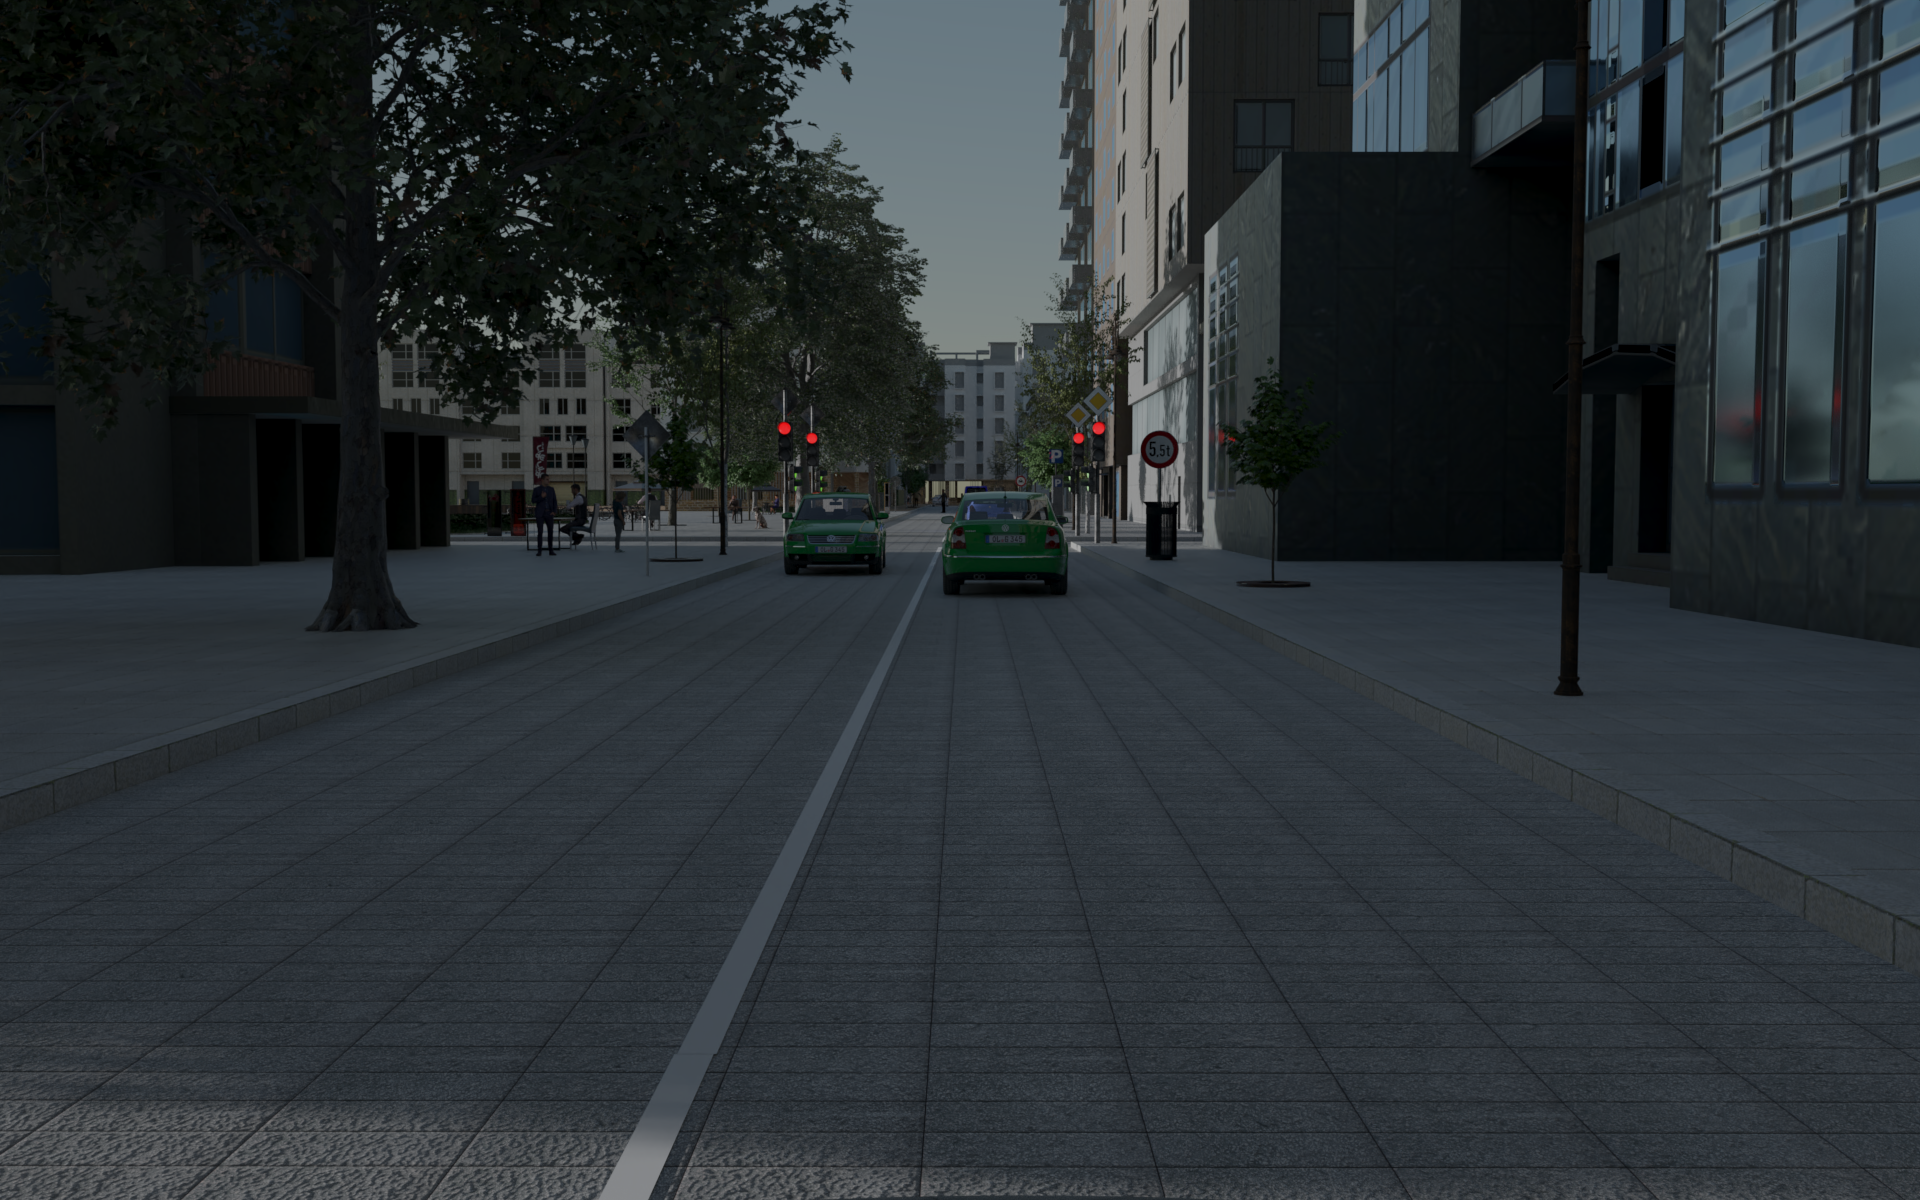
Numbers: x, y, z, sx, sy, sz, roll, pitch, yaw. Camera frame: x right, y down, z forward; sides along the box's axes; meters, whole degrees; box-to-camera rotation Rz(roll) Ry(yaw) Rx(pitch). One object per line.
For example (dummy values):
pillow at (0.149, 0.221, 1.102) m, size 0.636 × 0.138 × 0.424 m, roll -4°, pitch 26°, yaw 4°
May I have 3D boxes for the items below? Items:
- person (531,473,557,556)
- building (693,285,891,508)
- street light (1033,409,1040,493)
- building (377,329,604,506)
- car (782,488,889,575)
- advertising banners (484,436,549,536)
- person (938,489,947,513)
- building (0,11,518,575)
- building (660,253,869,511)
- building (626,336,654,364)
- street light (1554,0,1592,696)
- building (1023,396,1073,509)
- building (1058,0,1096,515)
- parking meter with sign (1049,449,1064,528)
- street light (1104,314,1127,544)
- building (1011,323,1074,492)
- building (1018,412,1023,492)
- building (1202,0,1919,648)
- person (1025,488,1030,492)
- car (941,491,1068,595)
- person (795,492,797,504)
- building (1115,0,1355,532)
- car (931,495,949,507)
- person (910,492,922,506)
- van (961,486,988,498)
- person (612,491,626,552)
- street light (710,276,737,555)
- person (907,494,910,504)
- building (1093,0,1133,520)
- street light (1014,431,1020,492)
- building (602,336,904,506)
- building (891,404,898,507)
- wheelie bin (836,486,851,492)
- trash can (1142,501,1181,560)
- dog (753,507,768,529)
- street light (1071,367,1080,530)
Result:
person at (-8.632, -1.775, 35.984) m, size 0.541 × 1.710 × 0.530 m, roll -1°, pitch 4°, yaw -20°
building at (-15.298, -17.698, 155.819) m, size 16.747 × 18.905 × 31.486 m, roll 0°, pitch 4°, yaw 0°
street light at (4.105, -7.445, 94.513) m, size 0.468 × 5.910 × 1.993 m, roll 0°, pitch 4°, yaw 0°
building at (-54.130, -20.052, 194.302) m, size 31.486 × 18.905 × 16.747 m, roll 0°, pitch 4°, yaw 0°
car at (-2.290, -1.434, 32.240) m, size 1.959 × 1.807 × 4.718 m, roll 0°, pitch 4°, yaw -1°
advertising banners at (-13.443, -3.447, 52.546) m, size 2.074 × 3.025 × 0.090 m, roll 0°, pitch 4°, yaw 6°
person at (-1.273, -7.480, 130.933) m, size 0.705 × 1.807 × 1.348 m, roll 2°, pitch 4°, yaw 30°
building at (-25.909, -23.141, 32.977) m, size 28.867 × 44.769 × 22.147 m, roll 0°, pitch 4°, yaw 0°
building at (-14.298, -16.987, 134.162) m, size 16.016 × 20.091 × 11.380 m, roll 0°, pitch 4°, yaw 0°
building at (-32.016, -23.492, 228.061) m, size 32.646 × 21.610 × 27.936 m, roll 0°, pitch 4°, yaw 0°
street light at (3.890, -2.331, 10.893) m, size 0.468 × 5.910 × 1.993 m, roll 0°, pitch 4°, yaw 0°
building at (10.666, -12.649, 148.954) m, size 9.099 × 9.664 × 28.070 m, roll 0°, pitch 4°, yaw 0°
building at (17.906, -30.119, 112.062) m, size 23.786 × 49.044 × 30.456 m, roll 0°, pitch 4°, yaw 0°
parking meter with sign at (3.719, -4.295, 66.478) m, size 0.543 × 3.016 × 1.738 m, roll 0°, pitch 4°, yaw 1°
street light at (3.999, -4.399, 44.712) m, size 0.468 × 5.910 × 1.993 m, roll 0°, pitch 4°, yaw 0°
building at (14.323, -20.822, 196.864) m, size 16.016 × 20.091 × 11.380 m, roll 0°, pitch 4°, yaw 0°
building at (10.874, -14.371, 177.112) m, size 9.099 × 9.664 × 28.070 m, roll 0°, pitch 4°, yaw 0°
building at (17.186, -43.588, 25.333) m, size 22.319 × 86.520 × 31.000 m, roll 0°, pitch 4°, yaw 0°
person at (5.204, -7.877, 134.917) m, size 1.350 × 1.814 × 0.705 m, roll 2°, pitch 4°, yaw 33°
car at (0.672, -1.050, 25.972) m, size 1.959 × 1.807 × 4.718 m, roll 0°, pitch 4°, yaw 1°
person at (-7.302, -4.506, 79.851) m, size 0.598 × 1.807 × 0.434 m, roll 0°, pitch 4°, yaw 4°
building at (20.253, -29.263, 67.692) m, size 27.495 × 52.752 × 28.713 m, roll 0°, pitch 4°, yaw 0°
car at (-2.262, -11.449, 199.556) m, size 2.083 × 1.381 × 4.827 m, roll 0°, pitch 3°, yaw 0°
person at (-4.664, -10.928, 184.805) m, size 1.348 × 1.812 × 0.705 m, roll -1°, pitch 4°, yaw -15°
van at (1.202, -7.799, 131.902) m, size 2.240 × 2.365 × 5.245 m, roll 0°, pitch 4°, yaw 0°
person at (-7.503, -1.725, 38.149) m, size 0.435 × 1.345 × 0.340 m, roll 3°, pitch 5°, yaw 41°
street light at (-4.996, -3.886, 36.328) m, size 0.468 × 5.910 × 1.993 m, roll 0°, pitch 4°, yaw 0°
person at (-6.323, -11.999, 207.870) m, size 0.628 × 1.438 × 0.799 m, roll -1°, pitch 4°, yaw -17°
building at (14.421, -26.899, 89.902) m, size 14.600 × 45.320 × 14.200 m, roll 0°, pitch 4°, yaw 0°
street light at (4.243, -9.484, 127.856) m, size 0.468 × 5.910 × 1.993 m, roll 0°, pitch 4°, yaw 0°
building at (-22.346, -20.076, 194.699) m, size 31.486 × 18.905 × 16.747 m, roll 0°, pitch 4°, yaw 0°
building at (-14.283, -19.618, 177.171) m, size 16.016 × 20.091 × 11.380 m, roll 0°, pitch 4°, yaw 0°
wheelie bin at (-4.675, -3.747, 69.177) m, size 0.693 × 1.594 × 0.980 m, roll 2°, pitch 4°, yaw 25°
trash can at (3.912, -1.345, 33.636) m, size 0.748 × 1.137 × 0.748 m, roll 0°, pitch 3°, yaw 0°
dog at (-7.293, -3.062, 64.440) m, size 0.800 × 0.831 × 0.513 m, roll 0°, pitch 4°, yaw -7°
street light at (4.058, -5.430, 61.576) m, size 0.468 × 5.910 × 1.993 m, roll 0°, pitch 4°, yaw 0°
